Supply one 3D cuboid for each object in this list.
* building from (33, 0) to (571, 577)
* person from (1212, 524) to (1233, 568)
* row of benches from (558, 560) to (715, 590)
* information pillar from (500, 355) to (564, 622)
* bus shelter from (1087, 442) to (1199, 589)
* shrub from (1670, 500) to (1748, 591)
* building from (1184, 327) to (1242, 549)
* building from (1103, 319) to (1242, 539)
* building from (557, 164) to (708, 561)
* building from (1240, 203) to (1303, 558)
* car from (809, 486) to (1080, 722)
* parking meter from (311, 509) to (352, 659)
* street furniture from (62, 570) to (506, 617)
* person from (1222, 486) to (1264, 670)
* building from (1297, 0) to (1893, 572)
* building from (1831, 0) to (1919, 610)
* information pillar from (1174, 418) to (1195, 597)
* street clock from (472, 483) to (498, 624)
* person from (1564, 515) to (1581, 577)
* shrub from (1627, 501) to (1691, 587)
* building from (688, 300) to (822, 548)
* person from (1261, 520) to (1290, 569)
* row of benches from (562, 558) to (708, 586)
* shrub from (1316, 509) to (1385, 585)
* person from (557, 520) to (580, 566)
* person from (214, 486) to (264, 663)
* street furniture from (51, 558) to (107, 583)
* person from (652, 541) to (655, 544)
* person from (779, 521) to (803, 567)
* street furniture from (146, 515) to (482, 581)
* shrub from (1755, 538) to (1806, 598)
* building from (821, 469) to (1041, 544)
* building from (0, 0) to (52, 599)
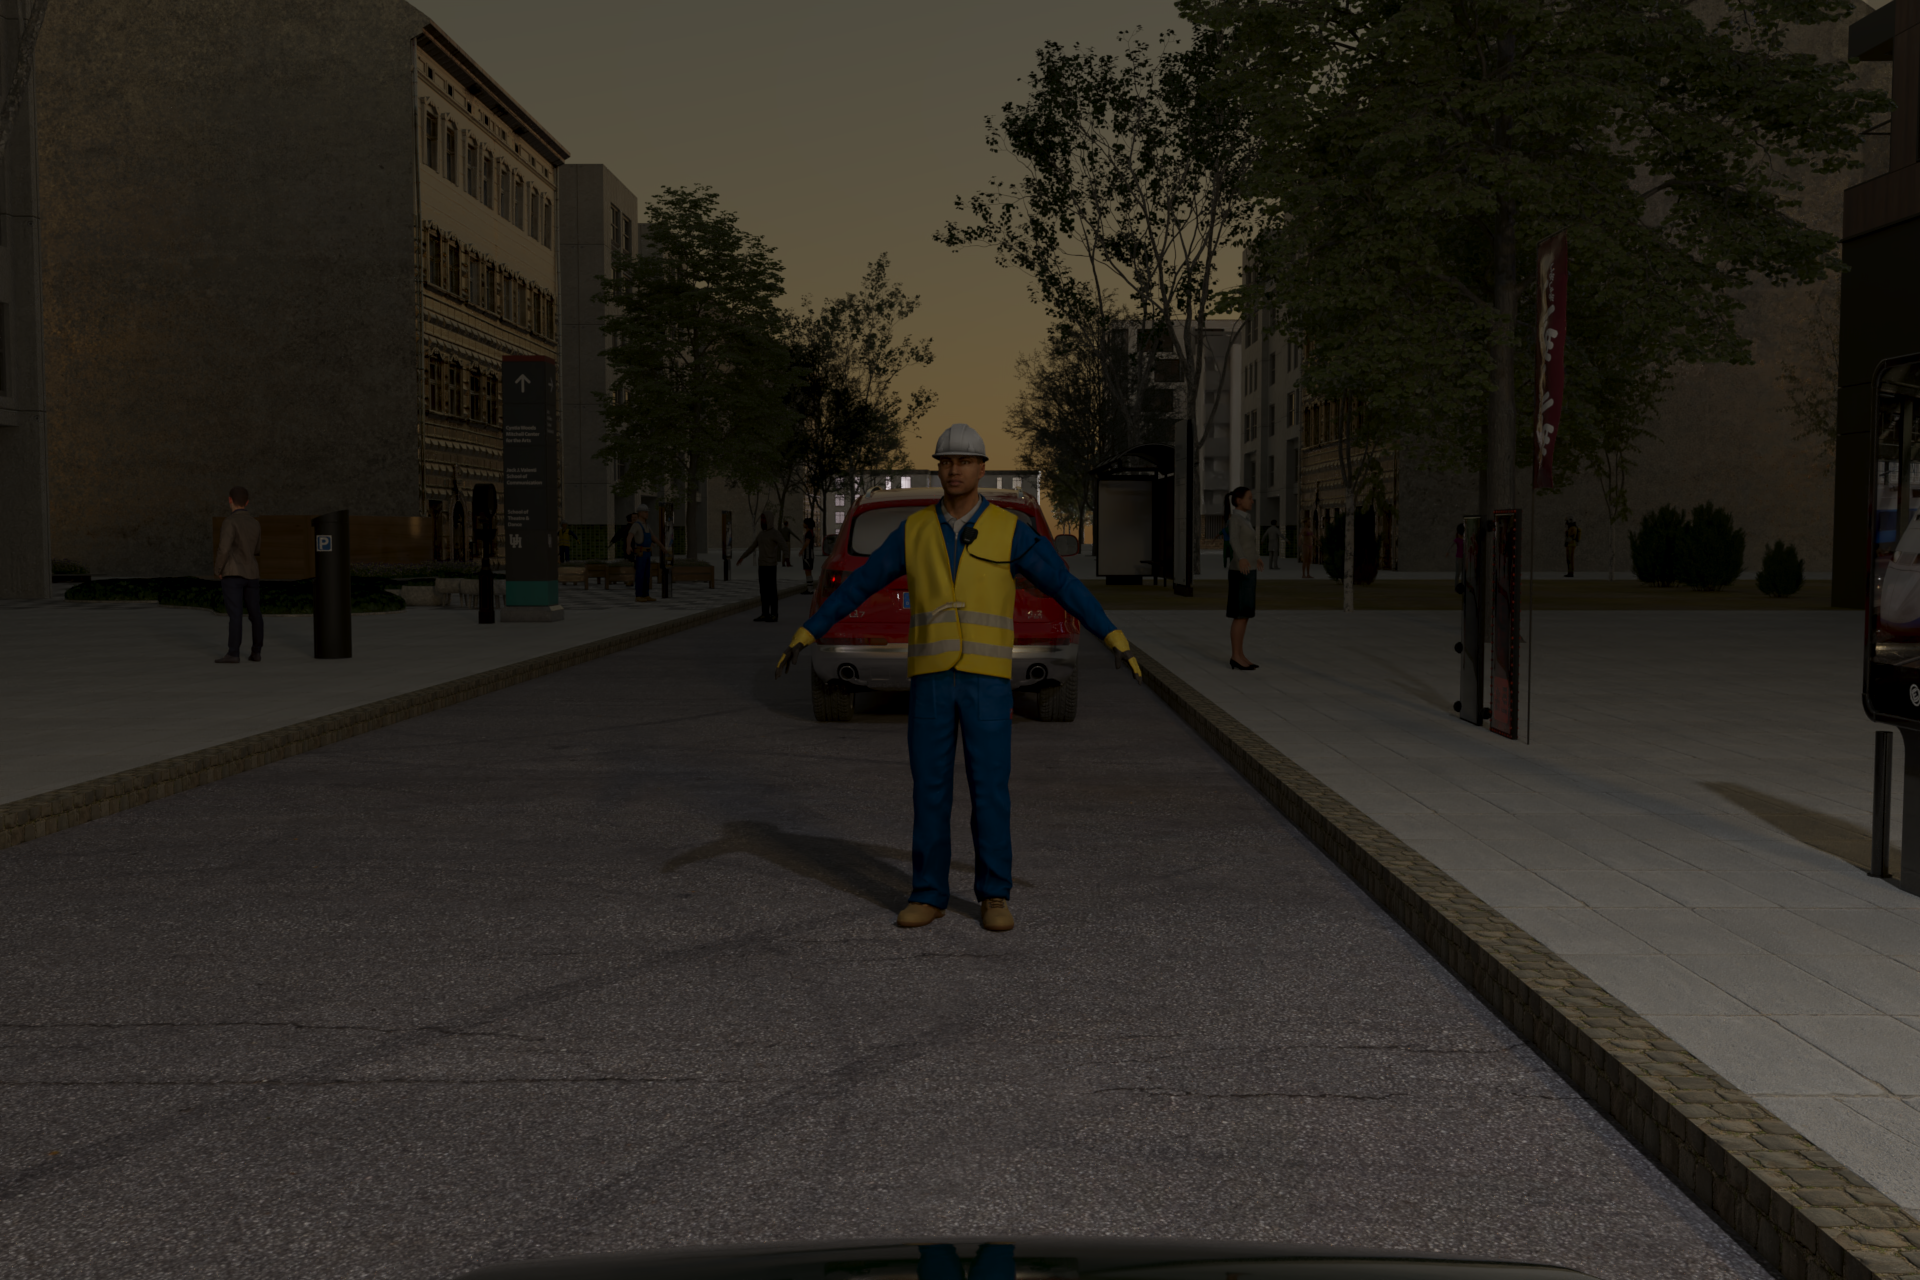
[{"bbox_3d":[-25.237,-14.015,60.067,19.493,23.208,18.063,0,4,0],"label":"building"},{"bbox_3d":[10.131,-3.616,65.253,1.347,1.817,0.704,1,4,22],"label":"person"},{"bbox_3d":[-7.607,-1.510,40.148,4.104,0.672,1.422,-1,4,-14],"label":"row of benches"},{"bbox_3d":[-6.299,-2.204,25.420,0.750,3.857,0.750,0,4,1],"label":"information pillar"},{"bbox_3d":[4.246,-2.884,41.072,2.014,3.302,5.546,0,4,-1],"label":"bus shelter"},{"bbox_3d":[16.822,-2.135,38.944,1.661,2.075,1.752,0,3,0],"label":"shrub"},{"bbox_3d":[25.706,-18.477,158.519,16.016,20.090,11.380,0,4,0],"label":"building"},{"bbox_3d":[28.618,-20.629,181.266,27.936,21.610,32.646,0,4,1],"label":"building"},{"bbox_3d":[-25.234,-14.213,98.846,16.747,18.905,31.486,0,4,1],"label":"building"},{"bbox_3d":[25.702,-13.856,93.007,16.747,18.905,31.486,0,4,1],"label":"building"},{"bbox_3d":[-0.093,-0.372,14.748,2.281,1.827,5.304,0,4,1],"label":"car"},{"bbox_3d":[-6.493,-0.580,17.896,0.372,1.533,0.369,0,3,0],"label":"parking meter"},{"bbox_3d":[-12.176,-0.969,31.465,5.734,0.657,10.072,-3,5,-40],"label":"street furniture"},{"bbox_3d":[2.749,-0.587,16.422,0.721,1.735,1.217,1,4,16],"label":"person"},{"bbox_3d":[24.176,-14.451,67.196,19.493,23.208,18.063,0,4,1],"label":"building"},{"bbox_3d":[25.677,-10.370,13.520,27.936,21.610,32.646,0,4,1],"label":"building"},{"bbox_3d":[4.659,-2.735,36.031,0.184,3.620,1.656,0,4,-1],"label":"information pillar"},{"bbox_3d":[-6.780,-1.234,24.754,0.358,2.002,0.471,0,4,1],"label":"street clock"},{"bbox_3d":[18.178,-2.807,51.656,0.705,1.858,1.354,1,4,22],"label":"person"},{"bbox_3d":[17.042,-2.316,41.915,1.661,2.075,1.752,0,3,0],"label":"shrub"},{"bbox_3d":[-23.277,-20.427,164.915,19.493,23.208,18.063,0,3,0],"label":"building"},{"bbox_3d":[11.414,-3.468,62.885,0.705,1.806,1.347,-3,4,-38],"label":"person"},{"bbox_3d":[-8.275,-1.790,44.733,4.104,0.672,1.422,-3,5,-41],"label":"row of benches"},{"bbox_3d":[9.950,-2.427,44.093,1.690,2.028,1.600,0,3,0],"label":"shrub"},{"bbox_3d":[-13.478,-3.207,58.896,1.216,1.772,0.721,1,4,11],"label":"person"},{"bbox_3d":[-7.330,-0.662,17.405,0.750,1.759,0.617,2,4,35],"label":"person"},{"bbox_3d":[-26.784,-2.472,47.269,9.812,1.723,11.010,-3,4,-39],"label":"street furniture"},{"bbox_3d":[-12.658,-3.879,69.209,1.354,1.856,0.705,3,5,45],"label":"person"},{"bbox_3d":[-6.809,-3.778,68.034,1.348,1.796,0.705,2,4,26],"label":"person"},{"bbox_3d":[-14.957,-2.261,43.820,9.812,1.723,11.010,1,4,11],"label":"street furniture"},{"bbox_3d":[16.584,-1.461,35.009,1.383,1.207,1.383,0,3,0],"label":"shrub"},{"bbox_3d":[-3.772,-17.159,225.150,28.070,9.664,9.099,0,4,6],"label":"building"},{"bbox_3d":[-26.520,-9.294,18.416,16.747,18.905,31.486,0,4,0],"label":"building"}]
